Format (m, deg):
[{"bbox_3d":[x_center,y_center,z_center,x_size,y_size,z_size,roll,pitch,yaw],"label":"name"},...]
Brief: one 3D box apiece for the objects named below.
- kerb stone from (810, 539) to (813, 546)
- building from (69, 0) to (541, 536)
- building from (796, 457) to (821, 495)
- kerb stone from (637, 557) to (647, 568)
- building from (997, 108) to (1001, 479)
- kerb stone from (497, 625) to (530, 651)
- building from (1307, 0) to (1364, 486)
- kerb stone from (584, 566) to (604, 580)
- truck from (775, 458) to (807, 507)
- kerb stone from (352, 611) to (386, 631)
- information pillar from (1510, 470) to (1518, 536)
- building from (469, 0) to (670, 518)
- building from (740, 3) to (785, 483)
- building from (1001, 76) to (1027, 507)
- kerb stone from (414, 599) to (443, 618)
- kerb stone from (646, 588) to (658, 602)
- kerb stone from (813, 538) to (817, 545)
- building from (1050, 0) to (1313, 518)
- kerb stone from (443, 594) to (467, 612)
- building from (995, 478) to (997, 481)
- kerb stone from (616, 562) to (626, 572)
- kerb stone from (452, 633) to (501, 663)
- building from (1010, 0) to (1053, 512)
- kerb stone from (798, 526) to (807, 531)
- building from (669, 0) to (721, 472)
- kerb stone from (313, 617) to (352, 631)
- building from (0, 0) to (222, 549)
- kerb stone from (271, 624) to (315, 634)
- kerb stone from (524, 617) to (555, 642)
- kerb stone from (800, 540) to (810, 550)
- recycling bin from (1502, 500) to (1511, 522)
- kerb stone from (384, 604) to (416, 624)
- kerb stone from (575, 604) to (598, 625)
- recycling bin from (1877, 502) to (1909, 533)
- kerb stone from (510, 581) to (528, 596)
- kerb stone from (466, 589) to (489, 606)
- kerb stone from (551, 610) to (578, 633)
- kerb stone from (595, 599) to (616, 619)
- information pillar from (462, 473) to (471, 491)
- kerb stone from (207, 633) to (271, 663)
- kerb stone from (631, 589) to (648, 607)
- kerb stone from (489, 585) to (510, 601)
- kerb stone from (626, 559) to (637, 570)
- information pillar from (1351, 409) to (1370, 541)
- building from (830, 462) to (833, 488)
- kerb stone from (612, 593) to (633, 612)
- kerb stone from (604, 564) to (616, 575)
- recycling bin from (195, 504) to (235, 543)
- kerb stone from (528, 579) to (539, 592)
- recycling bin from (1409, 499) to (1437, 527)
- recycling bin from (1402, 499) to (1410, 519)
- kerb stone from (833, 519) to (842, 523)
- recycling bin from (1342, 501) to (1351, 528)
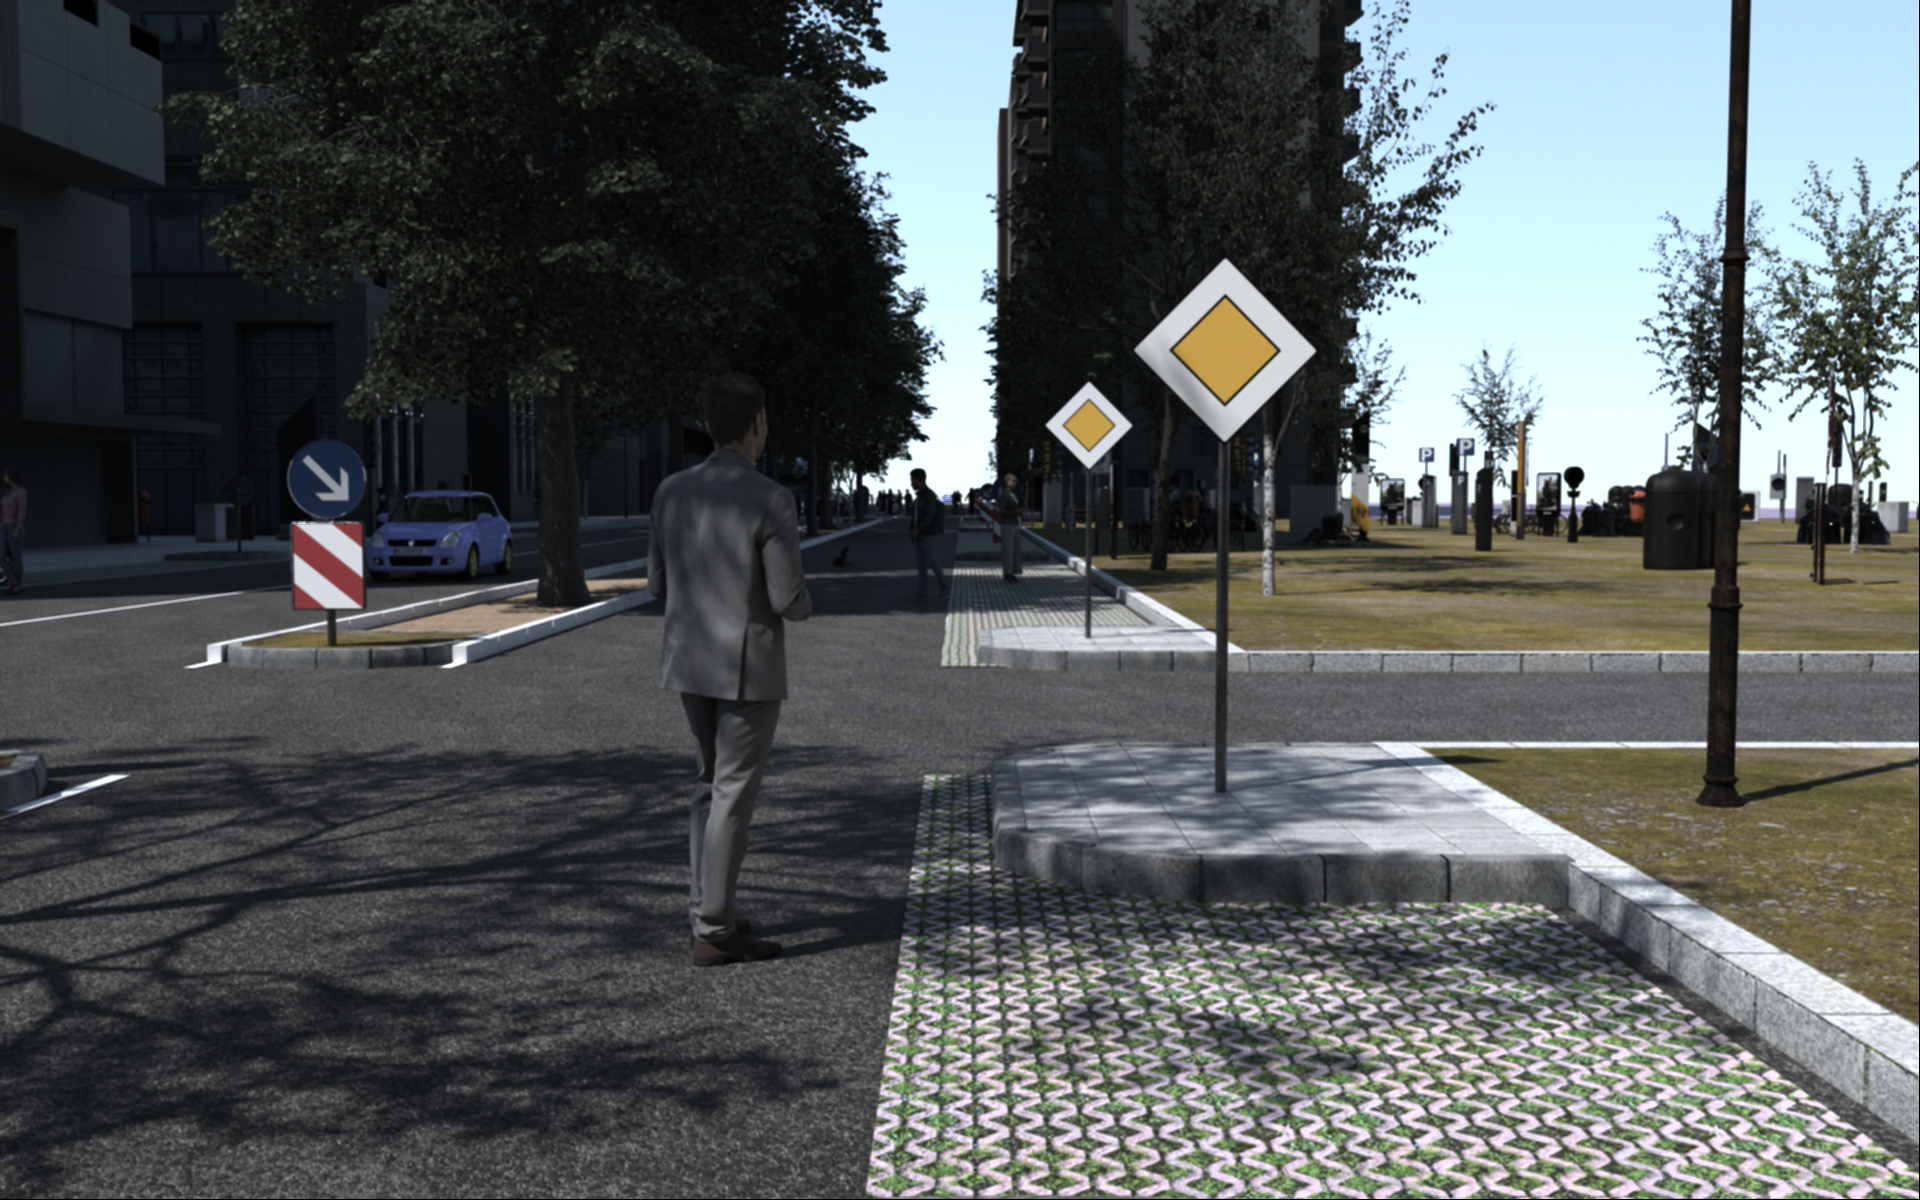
[{"bbox_3d":[-4.149,-1.514,46.956,0.120,0.150,1.000,0,4,0],"label":"kerb stone"},{"bbox_3d":[-29.138,-46.065,65.836,22.319,86.520,31.000,0,4,0],"label":"building"},{"bbox_3d":[-32.121,-23.009,221.240,27.650,21.520,28.899,0,4,0],"label":"building"},{"bbox_3d":[-6.286,-0.702,33.672,0.120,0.150,1.000,0,4,0],"label":"kerb stone"},{"bbox_3d":[11.234,-33.462,197.209,14.600,45.320,14.200,0,4,0],"label":"building"},{"bbox_3d":[-4.232,0.368,16.186,0.120,0.150,1.000,0,4,0],"label":"kerb stone"},{"bbox_3d":[15.478,-28.564,121.640,22.147,44.769,28.867,0,4,0],"label":"building"},{"bbox_3d":[-6.293,-0.451,29.574,0.120,0.150,1.000,0,4,0],"label":"kerb stone"},{"bbox_3d":[-12.357,-8.885,135.034,2.967,4.110,18.799,0,4,-2],"label":"truck"},{"bbox_3d":[-6.324,0.242,18.295,0.120,0.150,1.000,0,4,0],"label":"kerb stone"},{"bbox_3d":[16.875,-2.932,52.423,0.304,2.012,0.304,-3,5,-41],"label":"information pillar"},{"bbox_3d":[-30.422,-34.372,103.976,21.231,58.520,28.212,0,4,0],"label":"building"},{"bbox_3d":[-29.462,-53.584,188.764,22.319,86.520,31.000,0,4,0],"label":"building"},{"bbox_3d":[12.083,-32.578,182.768,14.600,45.320,14.200,0,4,0],"label":"building"},{"bbox_3d":[-6.321,0.113,20.344,0.120,0.150,1.000,0,4,0],"label":"kerb stone"},{"bbox_3d":[-4.209,-0.072,23.376,0.120,0.150,1.000,0,4,0],"label":"kerb stone"},{"bbox_3d":[-4.143,-1.577,47.977,0.120,0.150,1.000,0,4,0],"label":"kerb stone"},{"bbox_3d":[12.138,-20.113,100.556,14.160,30.474,14.107,0,4,0],"label":"building"},{"bbox_3d":[-6.317,0.058,21.372,0.120,0.150,1.000,0,4,0],"label":"kerb stone"},{"bbox_3d":[16.533,-36.726,220.073,23.786,49.044,30.456,0,4,0],"label":"building"},{"bbox_3d":[-6.298,-0.574,31.618,0.120,0.150,1.000,0,4,0],"label":"kerb stone"},{"bbox_3d":[-4.236,0.430,15.161,0.120,0.150,1.000,0,4,0],"label":"kerb stone"},{"bbox_3d":[15.628,-30.326,150.453,22.147,44.769,28.867,0,4,0],"label":"building"},{"bbox_3d":[-6.195,-2.825,68.501,0.120,0.150,1.000,0,4,0],"label":"kerb stone"},{"bbox_3d":[-29.994,-30.946,129.672,21.300,48.544,21.600,0,4,0],"label":"building"},{"bbox_3d":[-6.329,0.303,17.270,0.120,0.150,1.000,0,4,0],"label":"kerb stone"},{"bbox_3d":[-32.449,-26.939,29.697,28.713,52.752,27.495,0,4,0],"label":"building"},{"bbox_3d":[-6.326,0.366,16.248,0.120,0.150,1.000,0,4,0],"label":"kerb stone"},{"bbox_3d":[-4.230,0.305,17.215,0.120,0.150,1.000,0,4,0],"label":"kerb stone"},{"bbox_3d":[-4.149,-1.452,45.932,0.120,0.150,1.000,0,4,0],"label":"kerb stone"},{"bbox_3d":[22.893,-3.630,71.903,0.722,1.027,0.722,1,4,20],"label":"recycling bin"},{"bbox_3d":[-6.321,0.184,19.317,0.120,0.150,1.000,0,4,0],"label":"kerb stone"},{"bbox_3d":[-4.221,0.182,19.273,0.120,0.150,1.000,0,4,0],"label":"kerb stone"},{"bbox_3d":[30.965,-2.749,57.502,0.722,1.027,0.722,-2,4,-35],"label":"recycling bin"},{"bbox_3d":[-6.314,-0.137,24.443,0.120,0.150,1.000,0,4,0],"label":"kerb stone"},{"bbox_3d":[-6.317,-0.012,22.394,0.120,0.150,1.000,0,4,0],"label":"kerb stone"},{"bbox_3d":[-4.224,0.242,18.251,0.120,0.150,1.000,0,4,0],"label":"kerb stone"},{"bbox_3d":[-4.221,0.118,20.295,0.120,0.150,1.000,0,4,0],"label":"kerb stone"},{"bbox_3d":[-17.423,-3.469,61.209,0.304,2.012,0.304,-1,4,-13],"label":"information pillar"},{"bbox_3d":[-6.336,0.427,15.216,0.120,0.150,1.000,0,4,0],"label":"kerb stone"},{"bbox_3d":[-4.212,-0.007,22.348,0.120,0.150,1.000,0,4,0],"label":"kerb stone"},{"bbox_3d":[-6.313,-0.075,23.417,0.120,0.150,1.000,0,4,0],"label":"kerb stone"},{"bbox_3d":[-6.287,-0.633,32.650,0.120,0.150,1.000,0,4,0],"label":"kerb stone"},{"bbox_3d":[11.006,-3.438,47.560,0.504,3.616,0.183,0,4,5],"label":"information pillar"},{"bbox_3d":[-25.452,-34.158,242.073,14.154,41.232,14.086,0,4,0],"label":"building"},{"bbox_3d":[-4.218,0.053,21.326,0.120,0.150,1.000,0,4,0],"label":"kerb stone"},{"bbox_3d":[-6.290,-0.514,30.596,0.120,0.150,1.000,0,4,0],"label":"kerb stone"},{"bbox_3d":[-19.841,-2.053,46.117,0.722,1.027,0.722,1,4,19],"label":"recycling bin"},{"bbox_3d":[-6.306,-0.200,25.465,0.120,0.150,1.000,0,4,0],"label":"kerb stone"},{"bbox_3d":[18.240,-3.394,68.042,0.722,1.027,0.722,3,5,41],"label":"recycling bin"},{"bbox_3d":[23.274,-4.692,89.261,0.722,1.027,0.722,-1,4,-18],"label":"recycling bin"},{"bbox_3d":[-6.153,-3.960,86.938,0.120,0.150,1.000,0,4,0],"label":"kerb stone"},{"bbox_3d":[14.587,-3.311,66.685,0.722,1.027,0.722,-1,4,-18],"label":"recycling bin"}]
